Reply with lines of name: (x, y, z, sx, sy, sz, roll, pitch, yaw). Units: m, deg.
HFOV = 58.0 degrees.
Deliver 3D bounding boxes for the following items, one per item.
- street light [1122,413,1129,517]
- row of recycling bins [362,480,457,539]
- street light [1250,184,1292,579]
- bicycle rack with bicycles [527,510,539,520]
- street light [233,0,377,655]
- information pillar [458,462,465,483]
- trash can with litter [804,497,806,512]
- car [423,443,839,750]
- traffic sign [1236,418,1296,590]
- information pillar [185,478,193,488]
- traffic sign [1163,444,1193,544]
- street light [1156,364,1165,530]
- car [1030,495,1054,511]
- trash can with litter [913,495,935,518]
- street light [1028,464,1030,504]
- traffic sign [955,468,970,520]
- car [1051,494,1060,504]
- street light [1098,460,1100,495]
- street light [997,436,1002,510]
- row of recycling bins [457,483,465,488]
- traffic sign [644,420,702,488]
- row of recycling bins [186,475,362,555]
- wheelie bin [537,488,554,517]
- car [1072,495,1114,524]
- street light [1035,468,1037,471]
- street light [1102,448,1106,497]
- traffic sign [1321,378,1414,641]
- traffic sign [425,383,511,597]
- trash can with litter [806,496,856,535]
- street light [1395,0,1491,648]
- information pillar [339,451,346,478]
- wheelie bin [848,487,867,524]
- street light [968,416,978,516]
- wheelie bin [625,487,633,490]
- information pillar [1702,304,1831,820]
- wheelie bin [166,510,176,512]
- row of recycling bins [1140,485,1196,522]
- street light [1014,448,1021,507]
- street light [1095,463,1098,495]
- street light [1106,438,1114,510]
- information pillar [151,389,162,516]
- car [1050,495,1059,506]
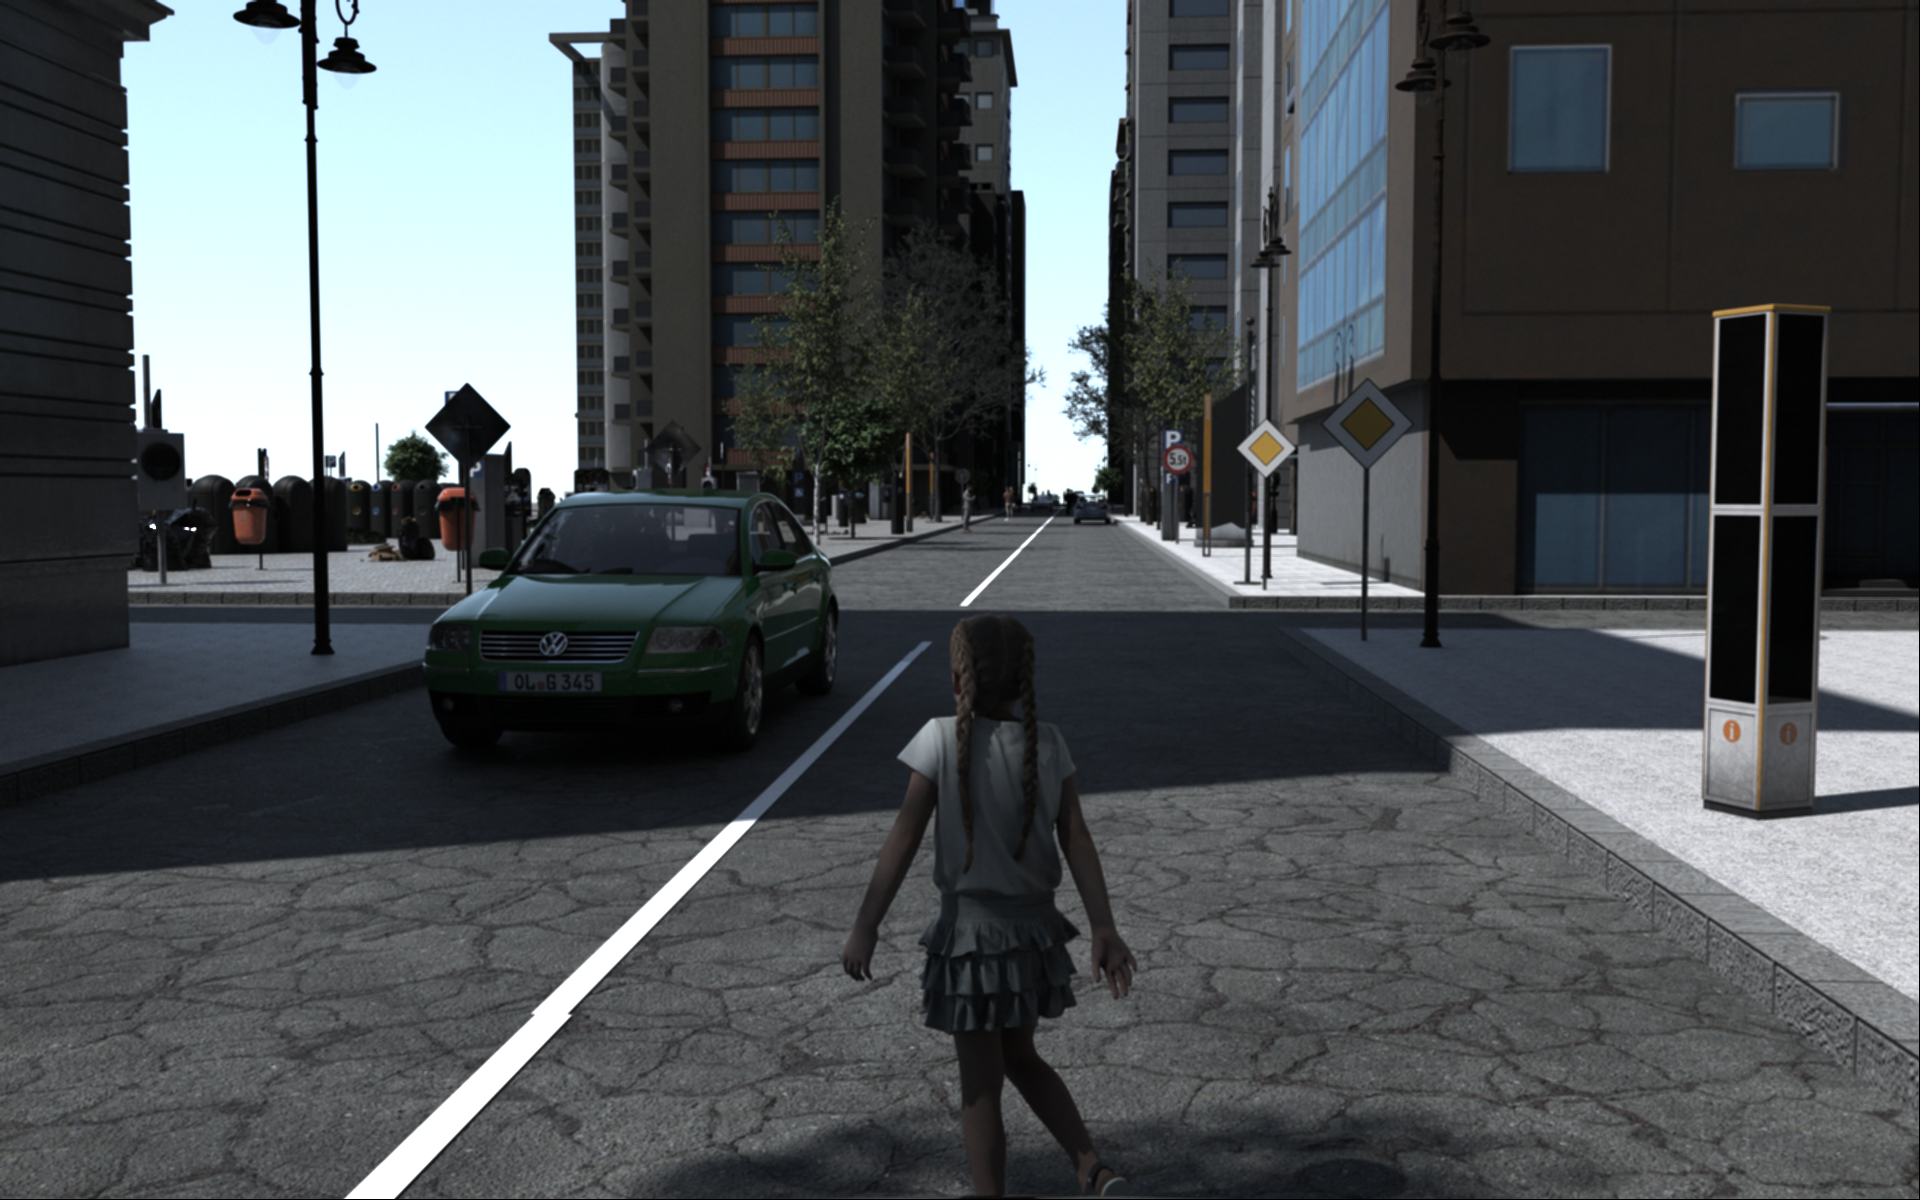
street light: (9.783, -7.924, 102.342, 0.468, 5.910, 1.993, 0, 4, 4)
row of recycling bins: (-16.399, -2.638, 50.246, 3.534, 1.692, 1.069, 2, 4, 28)
street light: (4.672, -3.267, 26.201, 0.468, 5.910, 1.993, 0, 4, 4)
bicycle rack with bicycles: (-19.053, -3.602, 72.270, 2.852, 0.926, 2.925, 1, 4, 22)
street light: (-5.114, -2.503, 13.719, 0.468, 5.910, 1.993, 0, 4, 4)
information pillar: (-28.755, -6.651, 100.104, 0.504, 3.616, 0.183, -1, 4, -20)
trash can with litter: (-8.759, -5.025, 93.548, 0.624, 1.170, 1.055, -3, 4, -37)
car: (-1.911, -0.144, 11.145, 1.959, 1.807, 4.718, 0, 4, 5)
traffic sign: (4.065, -1.188, 23.063, 0.795, 2.450, 0.064, 0, 4, 4)
information pillar: (-36.116, -4.690, 81.173, 0.304, 2.012, 0.304, -2, 4, -28)
traffic sign: (5.590, -2.713, 44.467, 0.768, 2.556, 0.104, 0, 4, 5)
street light: (7.116, -5.448, 61.860, 0.468, 5.910, 1.993, 0, 4, 4)
car: (6.915, -8.207, 146.546, 2.083, 1.381, 4.827, 0, 4, 3)
trash can with litter: (-1.851, -4.922, 91.526, 2.233, 1.210, 1.678, -2, 4, -25)
street light: (8.732, -15.088, 219.476, 0.468, 5.910, 1.993, 0, 4, 4)
traffic sign: (0.126, -5.232, 85.648, 0.768, 2.556, 0.104, 0, 4, 5)
car: (13.776, -14.906, 255.505, 2.131, 1.459, 4.920, 0, 4, 2)
street light: (15.381, -13.034, 185.888, 0.468, 5.910, 1.993, 0, 4, 4)
street light: (3.138, -9.995, 136.208, 0.468, 5.910, 1.993, 0, 4, 4)
row of recycling bins: (-18.410, -3.451, 63.536, 1.069, 1.692, 3.534, 0, 4, 7)
traffic sign: (-3.910, -1.221, 23.614, 0.795, 2.450, 0.064, 0, 4, 4)
row of recycling bins: (-15.000, -1.880, 37.844, 1.069, 1.692, 3.534, 3, 4, 36)
wheelie bin: (-21.415, -4.998, 89.626, 0.693, 1.594, 0.980, 2, 4, 35)
car: (6.454, -4.419, 84.261, 2.014, 1.417, 4.499, 0, 4, 6)
street light: (11.162, -17.262, 255.016, 0.468, 5.910, 1.993, 0, 4, 4)
street light: (14.583, -12.294, 173.799, 0.468, 5.910, 1.993, 0, 4, 4)
traffic sign: (3.533, -0.701, 15.096, 0.795, 2.450, 0.064, 0, 4, 4)
traffic sign: (-4.442, -0.734, 15.647, 0.795, 2.450, 0.064, 0, 4, 4)
trash can with litter: (-4.054, -2.676, 54.803, 2.233, 1.210, 1.678, -3, 5, -43)
street light: (3.956, -2.544, 14.375, 0.468, 5.910, 1.993, 0, 4, 4)
information pillar: (-33.461, -6.269, 93.861, 0.504, 3.616, 0.183, 3, 4, 36)
wheelie bin: (-4.437, -4.088, 74.749, 0.693, 1.594, 0.980, -3, 5, -41)
street light: (0.752, -7.802, 100.349, 0.468, 5.910, 1.993, 0, 4, 4)
wheelie bin: (-14.244, -4.133, 75.479, 0.980, 1.594, 0.693, -1, 4, -21)
information pillar: (3.217, -0.149, 6.929, 0.304, 2.012, 0.304, -1, 4, -21)
wheelie bin: (-22.233, -2.487, 48.566, 0.693, 1.594, 0.980, 0, 4, -3)
row of recycling bins: (9.778, -4.383, 78.779, 3.534, 1.692, 1.069, 3, 4, 36)
street light: (5.521, -12.169, 171.751, 0.468, 5.910, 1.993, 0, 4, 4)
street light: (17.720, -15.208, 221.434, 0.468, 5.910, 1.993, 0, 4, 4)
street light: (12.126, -10.098, 137.888, 0.468, 5.910, 1.993, 0, 4, 4)
information pillar: (-17.773, -2.876, 38.378, 0.183, 3.616, 0.504, 0, 4, -6)
car: (11.393, -12.425, 215.513, 2.083, 1.381, 4.827, 0, 4, 5)
